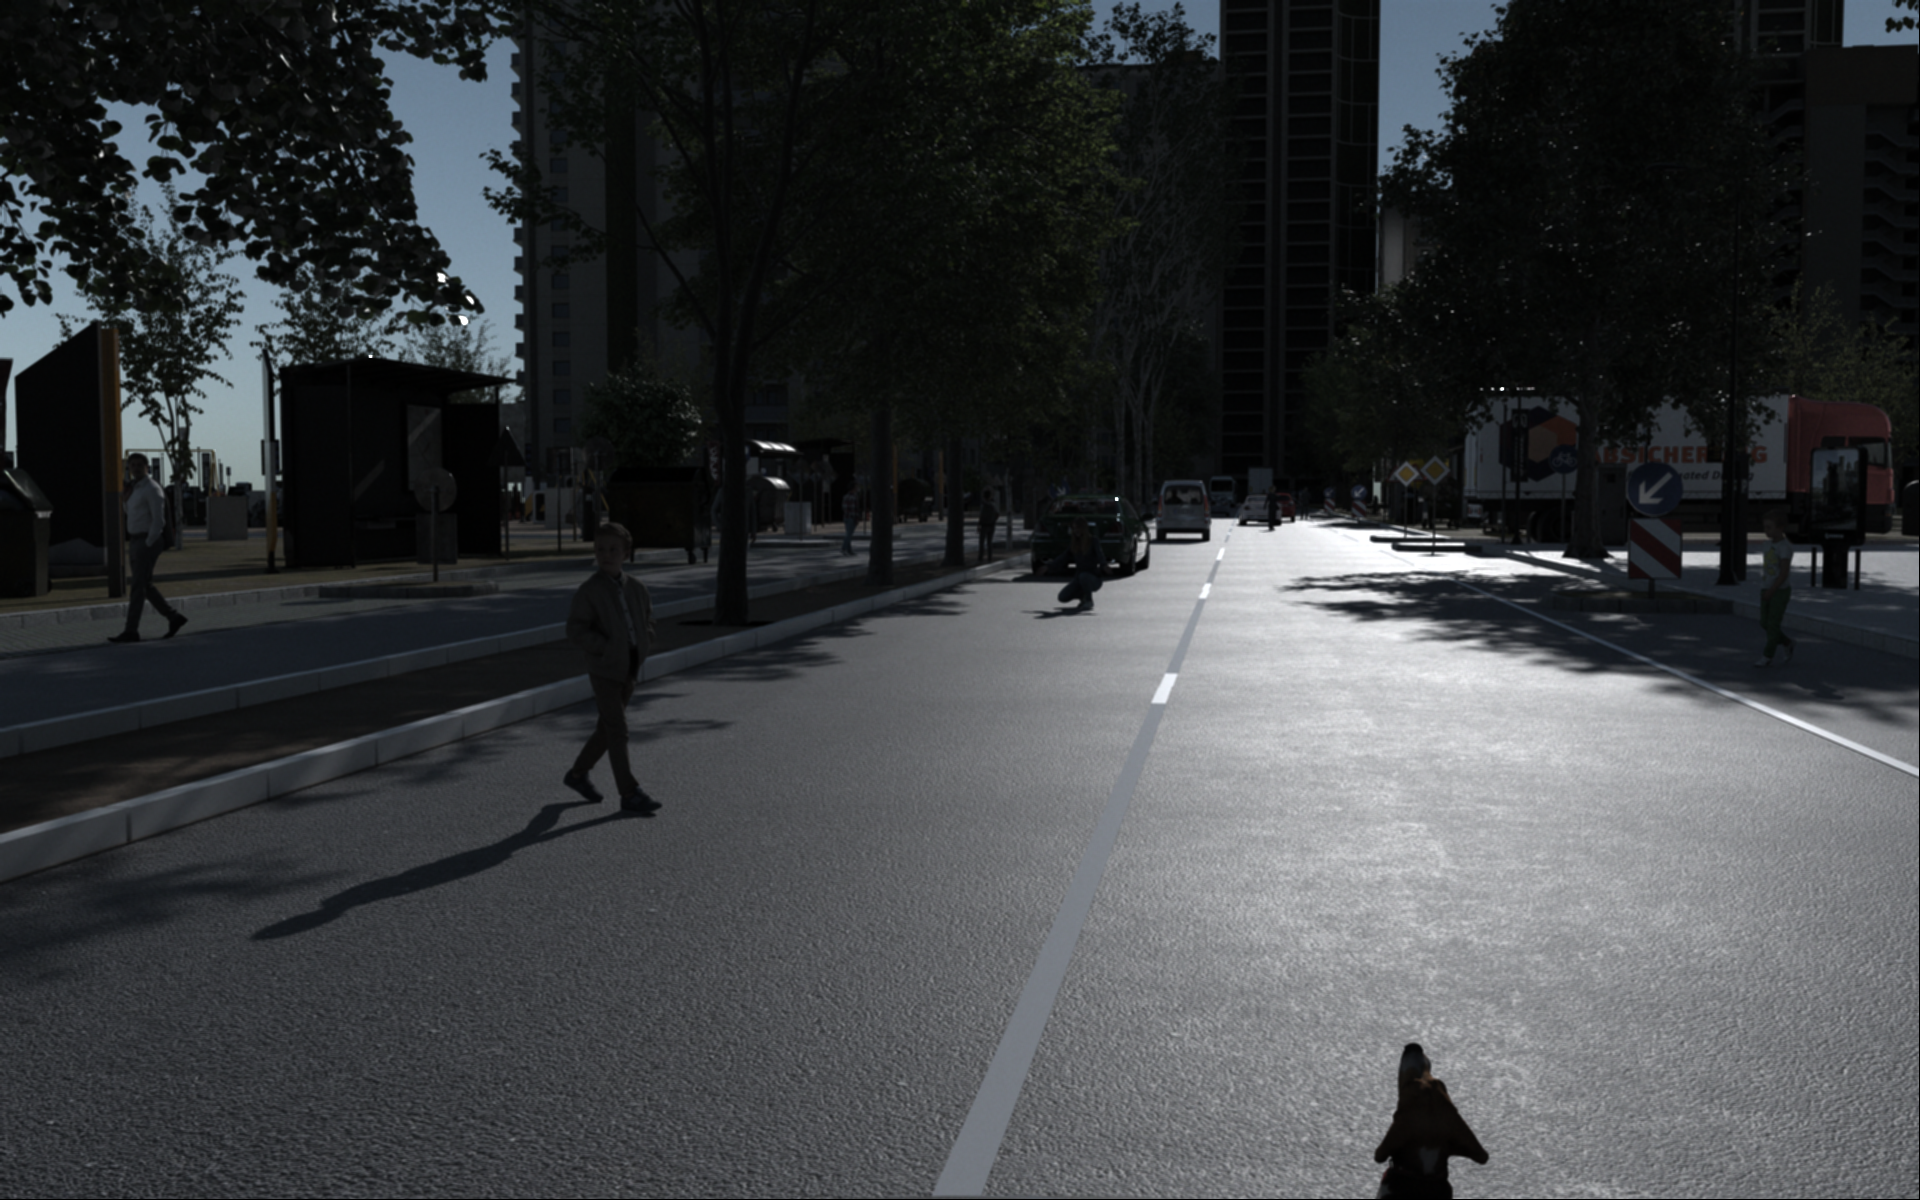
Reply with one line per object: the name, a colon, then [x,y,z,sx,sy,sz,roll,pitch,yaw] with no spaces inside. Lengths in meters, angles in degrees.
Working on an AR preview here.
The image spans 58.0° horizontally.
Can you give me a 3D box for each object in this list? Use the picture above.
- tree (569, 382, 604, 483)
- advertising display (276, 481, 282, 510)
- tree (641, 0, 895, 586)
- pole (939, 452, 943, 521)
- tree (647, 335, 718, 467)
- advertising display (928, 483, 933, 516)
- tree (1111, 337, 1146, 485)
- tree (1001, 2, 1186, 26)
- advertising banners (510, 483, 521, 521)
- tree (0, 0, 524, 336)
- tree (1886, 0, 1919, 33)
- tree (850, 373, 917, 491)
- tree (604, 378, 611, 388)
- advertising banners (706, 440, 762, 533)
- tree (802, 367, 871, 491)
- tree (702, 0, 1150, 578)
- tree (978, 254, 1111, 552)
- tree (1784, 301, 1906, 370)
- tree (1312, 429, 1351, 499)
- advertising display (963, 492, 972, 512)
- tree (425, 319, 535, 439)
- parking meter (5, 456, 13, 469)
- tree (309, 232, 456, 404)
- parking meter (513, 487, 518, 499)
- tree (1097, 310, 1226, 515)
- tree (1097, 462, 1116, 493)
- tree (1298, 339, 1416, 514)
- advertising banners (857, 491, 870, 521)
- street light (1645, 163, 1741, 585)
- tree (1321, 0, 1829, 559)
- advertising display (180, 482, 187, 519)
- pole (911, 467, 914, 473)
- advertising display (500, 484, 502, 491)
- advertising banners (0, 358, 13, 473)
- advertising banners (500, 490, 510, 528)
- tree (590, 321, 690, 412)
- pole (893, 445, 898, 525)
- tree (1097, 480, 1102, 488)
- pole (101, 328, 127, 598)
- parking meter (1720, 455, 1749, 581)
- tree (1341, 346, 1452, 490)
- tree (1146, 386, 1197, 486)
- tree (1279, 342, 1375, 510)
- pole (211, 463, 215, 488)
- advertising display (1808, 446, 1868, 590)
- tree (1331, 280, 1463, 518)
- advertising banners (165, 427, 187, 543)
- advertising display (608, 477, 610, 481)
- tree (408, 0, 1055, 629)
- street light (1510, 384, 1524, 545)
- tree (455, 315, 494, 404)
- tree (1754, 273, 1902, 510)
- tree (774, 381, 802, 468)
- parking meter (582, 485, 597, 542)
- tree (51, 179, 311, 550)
tree: [-23.085,-9.786,110.358,4.737,8.622,4.395,0,3,0]
advertising display: [-32.861,-4.768,83.164,0.123,1.923,0.974,3,4,38]
tree: [-1.275,-6.512,27.053,7.486,12.596,7.792,0,3,0]
pole: [-0.915,-5.474,83.337,0.158,3.312,0.155,0,3,0]
tree: [-12.286,-7.898,79.501,4.737,8.622,4.395,0,3,0]
advertising display: [-1.813,-5.896,101.617,0.123,1.923,0.974,1,4,20]
tree: [3.403,-6.227,54.637,4.737,8.622,4.395,0,3,0]
tree: [3.749,-12.571,63.884,12.611,20.169,13.585,0,3,0]
advertising banners: [-21.597,-5.311,83.024,0.090,3.025,2.074,-3,5,-39]
tree: [-4.821,-5.984,6.955,9.857,13.997,8.962,0,3,0]
tree: [10.366,-3.970,15.266,4.737,8.622,4.395,0,3,0]
tree: [-3.598,-8.338,86.685,4.360,8.622,3.978,0,3,0]
tree: [-15.491,-8.603,91.018,4.737,8.622,4.395,0,3,0]
advertising banners: [-7.375,-3.690,56.513,2.074,3.025,0.090,-3,4,-38]
tree: [-5.491,-8.762,93.624,4.737,8.622,4.395,0,3,0]
tree: [-0.148,-6.970,34.541,7.486,12.596,7.792,0,3,0]
tree: [1.215,-5.466,42.191,4.737,8.622,4.395,0,3,0]
tree: [35.913,-7.259,69.055,4.360,8.622,3.978,0,3,0]
tree: [34.247,-12.723,158.387,4.737,8.622,4.395,0,3,0]
advertising display: [0.383,-7.289,124.391,0.974,1.923,0.123,-2,4,-28]
tree: [-20.143,-7.435,71.931,4.360,8.622,3.978,0,3,0]
parking meter: [-14.195,-1.220,25.657,0.399,1.863,0.255,3,5,41]
tree: [-16.665,-5.822,45.558,4.737,8.622,4.395,0,3,0]
parking meter: [-33.524,-7.640,130.629,0.399,1.863,0.255,0,4,-8]
tree: [13.801,-12.843,119.088,9.857,13.997,8.962,0,3,0]
tree: [16.792,-12.864,194.039,4.285,4.588,4.351,0,3,0]
tree: [26.013,-11.404,112.211,9.928,11.665,9.643,0,3,0]
advertising banners: [-4.425,-5.282,82.545,0.090,3.025,2.074,1,4,22]
street light: [10.318,-3.172,24.396,1.470,5.913,1.316,1,4,9]
tree: [12.541,-7.188,34.528,9.611,12.733,9.660,0,3,0]
advertising display: [-40.267,-5.178,89.870,0.123,1.923,0.974,-1,4,-11]
pole: [-3.538,-8.320,129.870,0.158,3.312,0.155,0,3,0]
advertising display: [-28.534,-6.173,106.142,0.974,1.923,0.123,1,4,13]
advertising banners: [-13.005,-1.564,21.762,2.074,3.025,0.090,-3,5,-40]
advertising banners: [-17.515,-4.256,65.780,0.090,3.025,2.074,0,4,0]
tree: [-13.245,-7.509,73.130,4.360,8.622,3.978,0,3,0]
pole: [-2.706,-4.790,72.164,0.158,3.312,0.155,0,3,0]
tree: [13.766,-10.968,173.931,1.663,3.219,1.824,0,3,0]
pole: [-10.471,-1.687,21.429,0.158,3.312,0.155,0,3,0]
parking meter: [11.434,-1.215,25.573,0.399,1.863,0.255,-3,5,-43]
tree: [21.220,-8.127,83.240,4.360,8.622,3.978,0,3,0]
tree: [13.214,-9.728,111.865,4.737,8.622,4.395,0,3,0]
tree: [30.825,-13.986,139.038,12.009,13.543,11.850,0,3,0]
pole: [-49.128,-7.345,113.934,0.158,3.312,0.155,0,3,0]
advertising display: [11.921,-1.122,23.551,0.123,1.923,0.974,-1,4,-12]
tree: [23.600,-10.658,92.385,7.486,12.596,7.792,0,3,0]
advertising banners: [-20.853,-3.033,45.784,2.074,3.025,0.090,3,5,43]
advertising display: [-11.081,-3.172,57.074,0.974,1.923,0.123,-1,4,-10]
tree: [-2.401,-5.513,18.358,9.928,11.665,9.643,0,3,0]
street light: [13.579,-4.359,43.813,1.470,5.913,1.316,1,4,9]
tree: [-19.802,-7.115,66.700,4.737,8.622,4.395,0,3,0]
tree: [28.354,-6.623,58.644,4.360,8.622,3.978,0,3,0]
tree: [-8.288,-9.257,101.710,4.737,8.622,4.395,0,3,0]
parking meter: [-10.005,-2.347,46.778,0.372,1.533,0.369,0,3,0]
tree: [-18.144,-5.451,39.488,4.737,8.622,4.395,0,3,0]
